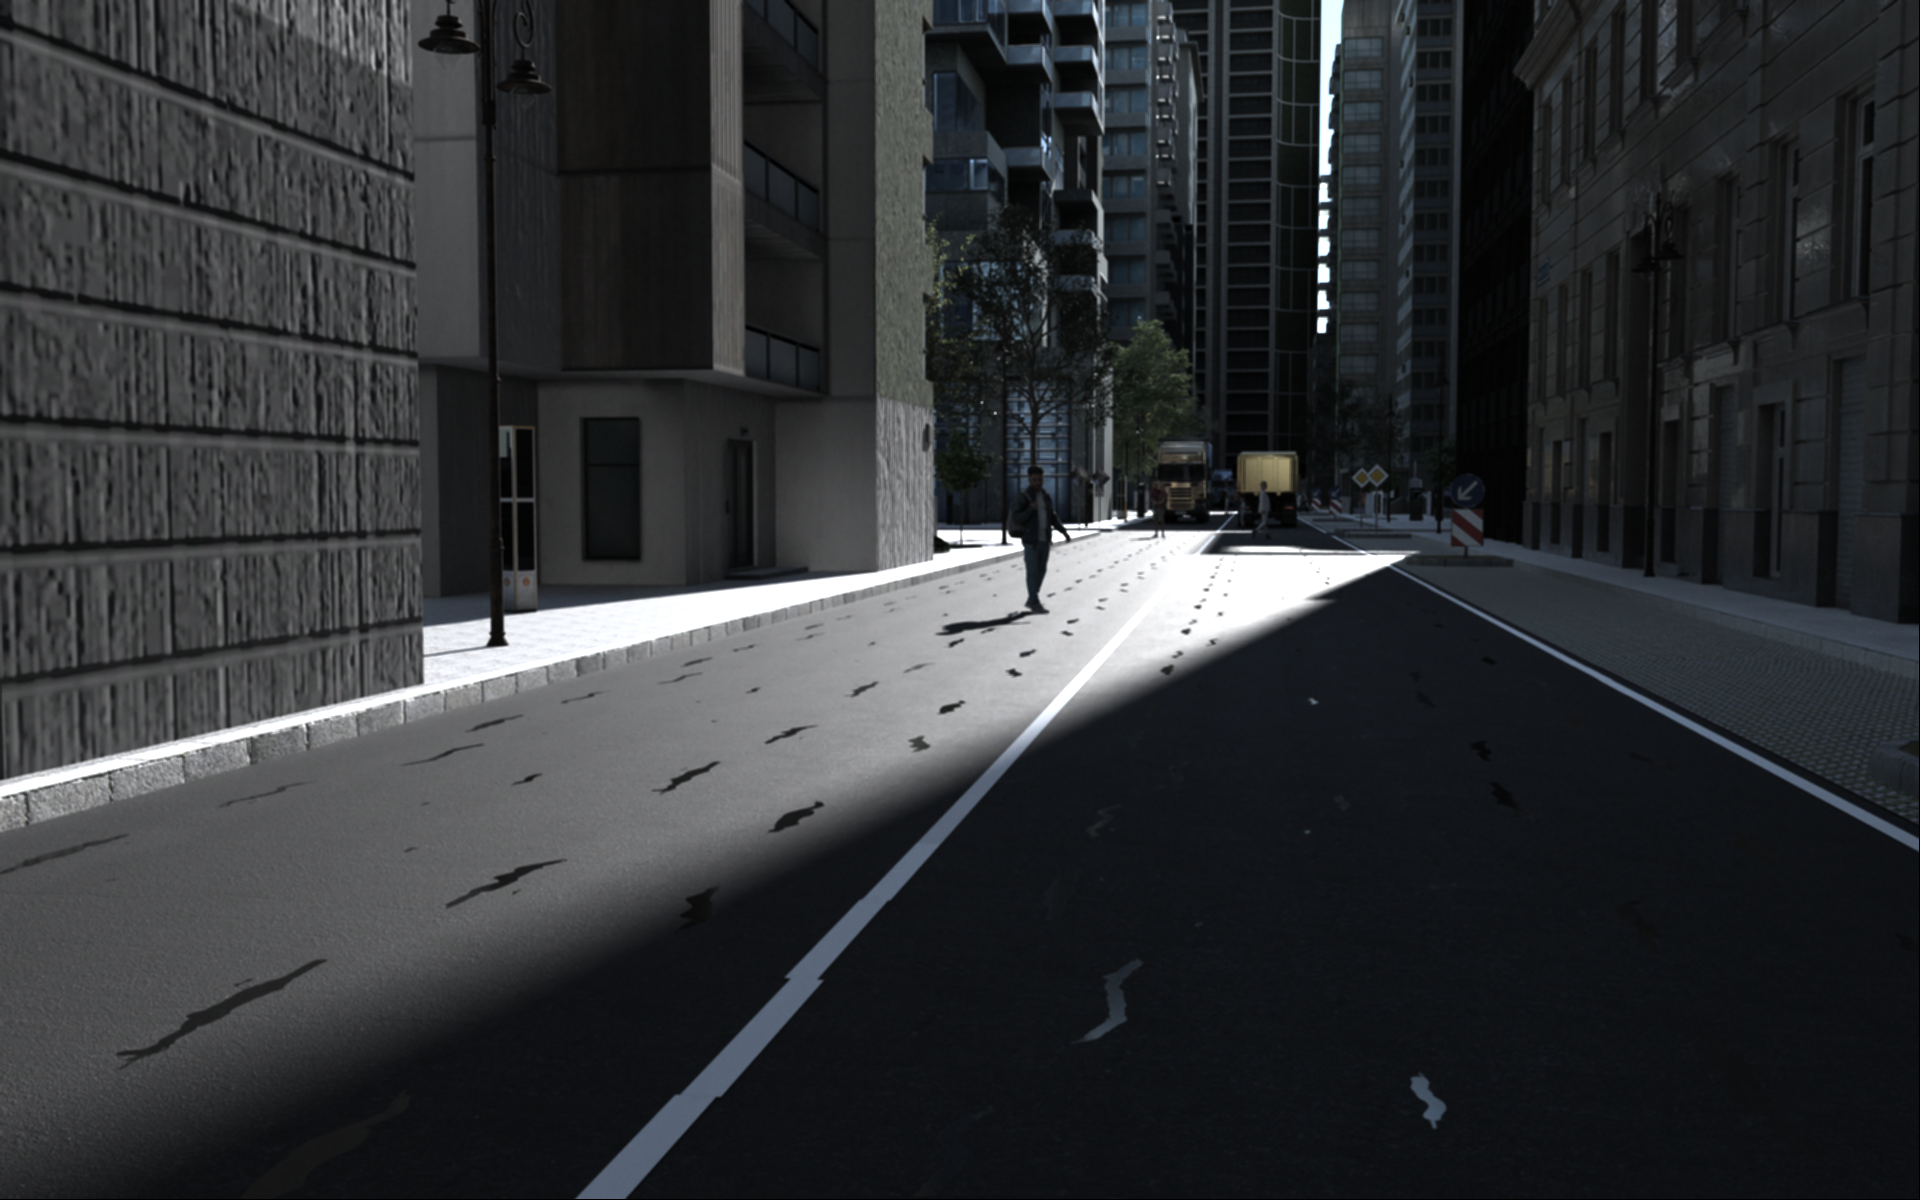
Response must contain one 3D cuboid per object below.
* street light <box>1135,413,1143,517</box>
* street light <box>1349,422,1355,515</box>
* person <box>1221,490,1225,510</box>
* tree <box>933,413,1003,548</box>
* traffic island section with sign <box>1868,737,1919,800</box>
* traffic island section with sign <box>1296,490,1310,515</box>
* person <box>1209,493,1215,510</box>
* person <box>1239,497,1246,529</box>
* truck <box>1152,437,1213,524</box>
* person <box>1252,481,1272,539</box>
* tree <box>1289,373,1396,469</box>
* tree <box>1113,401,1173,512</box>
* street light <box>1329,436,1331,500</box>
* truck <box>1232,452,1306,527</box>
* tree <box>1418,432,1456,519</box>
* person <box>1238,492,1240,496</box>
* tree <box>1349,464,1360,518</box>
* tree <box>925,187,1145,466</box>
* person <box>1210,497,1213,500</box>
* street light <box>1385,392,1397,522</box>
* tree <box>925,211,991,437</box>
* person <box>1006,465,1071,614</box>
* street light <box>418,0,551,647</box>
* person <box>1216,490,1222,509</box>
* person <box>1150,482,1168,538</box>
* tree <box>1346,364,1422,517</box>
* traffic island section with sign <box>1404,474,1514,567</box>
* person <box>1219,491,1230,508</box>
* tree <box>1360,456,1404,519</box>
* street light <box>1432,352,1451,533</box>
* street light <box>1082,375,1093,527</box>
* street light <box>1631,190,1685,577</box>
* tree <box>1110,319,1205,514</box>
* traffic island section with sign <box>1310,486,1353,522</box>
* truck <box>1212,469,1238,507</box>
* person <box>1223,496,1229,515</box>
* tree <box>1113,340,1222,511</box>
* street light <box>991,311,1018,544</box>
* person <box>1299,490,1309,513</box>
[{"bbox_3d":[9.947,-7.564,96.461,0.468,5.910,1.993,1,4,10],"label":"street light"},{"bbox_3d":[24.570,-8.298,108.456,0.468,5.910,1.993,1,4,10],"label":"street light"},{"bbox_3d":[24.345,-9.280,160.366,0.705,1.807,1.348,0,4,1],"label":"person"},{"bbox_3d":[-0.068,-2.881,41.701,1.663,3.219,1.824,0,3,0],"label":"tree"},{"bbox_3d":[5.487,0.033,8.091,1.989,1.847,2.006,1,4,10],"label":"traffic island section with sign"},{"bbox_3d":[23.767,-6.580,116.208,1.989,1.847,2.006,1,4,10],"label":"traffic island section with sign"},{"bbox_3d":[22.811,-9.131,157.802,1.348,1.822,0.705,-3,5,-40],"label":"person"},{"bbox_3d":[11.713,-3.616,71.899,0.394,1.301,0.425,-1,4,-17],"label":"person"},{"bbox_3d":[11.391,-6.038,87.629,2.839,4.237,11.283,1,4,10],"label":"truck"},{"bbox_3d":[9.579,-2.848,54.940,0.818,1.842,0.514,-1,4,-17],"label":"person"},{"bbox_3d":[29.469,-12.093,132.131,8.767,10.594,7.601,0,4,6],"label":"tree"},{"bbox_3d":[12.932,-10.473,121.598,4.360,8.622,3.978,0,3,0],"label":"tree"},{"bbox_3d":[29.584,-10.132,138.439,0.468,5.910,1.993,1,4,10],"label":"street light"},{"bbox_3d":[13.877,-5.020,77.996,3.469,3.379,9.791,1,4,10],"label":"truck"},{"bbox_3d":[25.762,-6.553,90.848,4.285,4.588,4.351,0,3,0],"label":"tree"},{"bbox_3d":[24.088,-8.531,148.702,0.721,1.735,1.217,1,4,9],"label":"person"},{"bbox_3d":[22.244,-6.118,94.636,1.663,3.219,1.824,0,3,0],"label":"tree"},{"bbox_3d":[2.066,-7.277,53.393,7.601,10.594,8.767,0,4,-6],"label":"tree"},{"bbox_3d":[21.265,-8.499,148.240,0.721,1.735,1.217,3,5,44],"label":"person"},{"bbox_3d":[19.577,-6.490,78.902,0.468,5.910,1.993,1,4,10],"label":"street light"},{"bbox_3d":[-1.234,-5.846,45.951,4.360,8.622,3.978,0,3,0],"label":"tree"},{"bbox_3d":[0.908,-0.732,20.822,0.721,1.781,0.623,3,5,39],"label":"person"},{"bbox_3d":[-3.912,-2.550,14.475,0.468,5.910,1.993,1,4,10],"label":"street light"},{"bbox_3d":[25.268,-9.727,167.544,0.705,1.823,1.348,-3,5,-42],"label":"person"},{"bbox_3d":[6.534,-2.976,57.128,0.580,1.828,0.573,-1,4,-12],"label":"person"},{"bbox_3d":[24.022,-9.071,98.681,4.360,8.622,3.978,0,3,0],"label":"tree"},{"bbox_3d":[10.028,-1.610,34.952,1.989,1.847,2.006,1,4,10],"label":"traffic island section with sign"},{"bbox_3d":[24.817,-9.364,162.322,1.217,1.743,0.721,3,4,37],"label":"person"},{"bbox_3d":[21.626,-5.723,88.176,1.663,3.219,1.824,0,3,0],"label":"tree"},{"bbox_3d":[15.662,-5.118,56.464,0.468,5.910,1.993,1,4,10],"label":"street light"},{"bbox_3d":[4.901,-5.761,66.974,0.468,5.910,1.993,1,4,10],"label":"street light"},{"bbox_3d":[10.709,-3.299,26.729,0.468,5.910,1.993,1,4,10],"label":"street light"},{"bbox_3d":[11.971,-11.873,112.244,7.486,12.596,7.792,0,3,0],"label":"tree"},{"bbox_3d":[19.234,-4.940,89.389,1.989,1.847,2.006,1,4,10],"label":"traffic island section with sign"},{"bbox_3d":[29.968,-12.555,195.033,2.967,4.110,18.799,1,4,11],"label":"truck"},{"bbox_3d":[18.407,-6.540,119.705,0.394,1.301,0.425,0,4,6],"label":"person"},{"bbox_3d":[15.082,-13.719,134.672,12.009,13.543,11.850,0,3,0],"label":"tree"},{"bbox_3d":[1.128,-4.353,43.963,0.468,5.910,1.993,1,4,10],"label":"street light"},{"bbox_3d":[26.123,-7.495,131.448,0.834,1.777,0.661,2,4,27],"label":"person"}]
